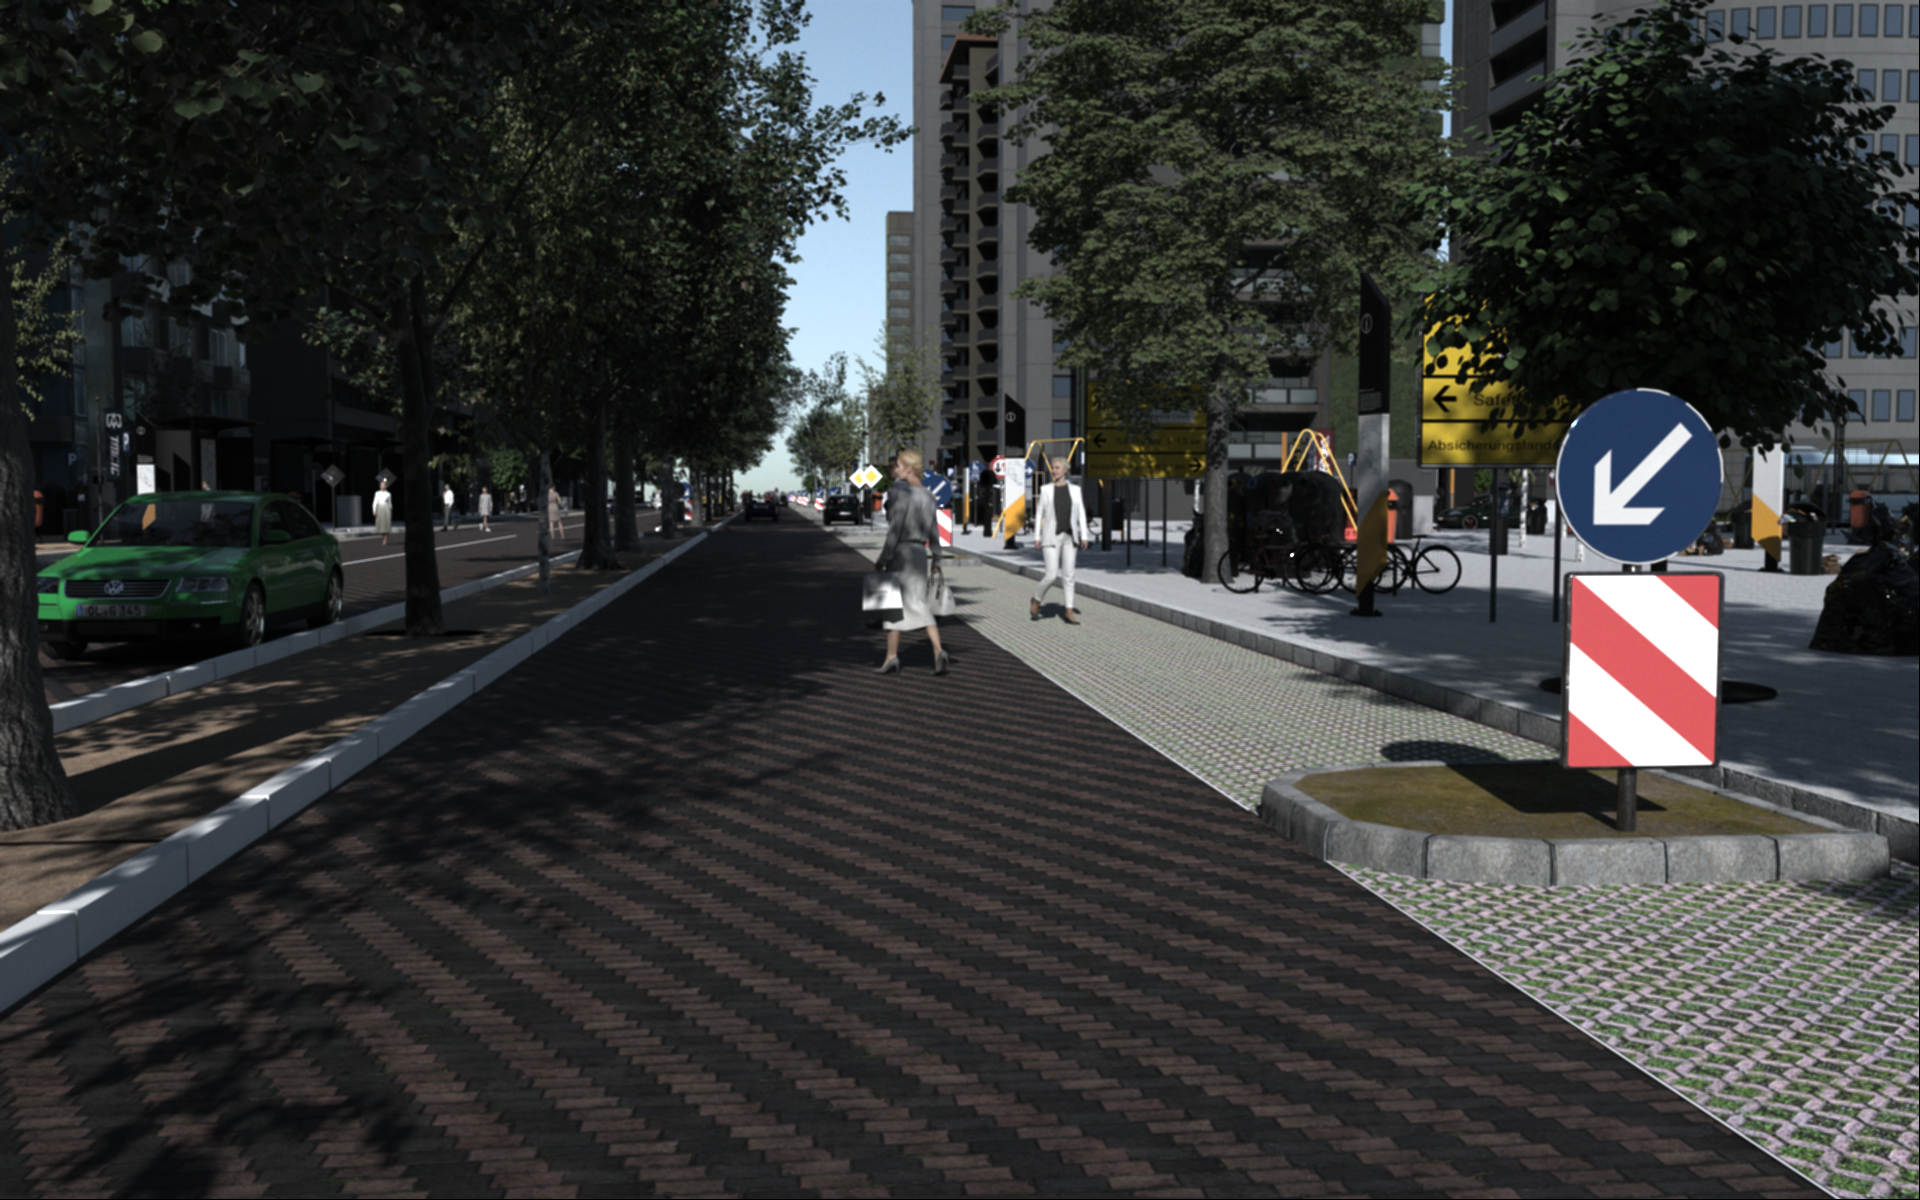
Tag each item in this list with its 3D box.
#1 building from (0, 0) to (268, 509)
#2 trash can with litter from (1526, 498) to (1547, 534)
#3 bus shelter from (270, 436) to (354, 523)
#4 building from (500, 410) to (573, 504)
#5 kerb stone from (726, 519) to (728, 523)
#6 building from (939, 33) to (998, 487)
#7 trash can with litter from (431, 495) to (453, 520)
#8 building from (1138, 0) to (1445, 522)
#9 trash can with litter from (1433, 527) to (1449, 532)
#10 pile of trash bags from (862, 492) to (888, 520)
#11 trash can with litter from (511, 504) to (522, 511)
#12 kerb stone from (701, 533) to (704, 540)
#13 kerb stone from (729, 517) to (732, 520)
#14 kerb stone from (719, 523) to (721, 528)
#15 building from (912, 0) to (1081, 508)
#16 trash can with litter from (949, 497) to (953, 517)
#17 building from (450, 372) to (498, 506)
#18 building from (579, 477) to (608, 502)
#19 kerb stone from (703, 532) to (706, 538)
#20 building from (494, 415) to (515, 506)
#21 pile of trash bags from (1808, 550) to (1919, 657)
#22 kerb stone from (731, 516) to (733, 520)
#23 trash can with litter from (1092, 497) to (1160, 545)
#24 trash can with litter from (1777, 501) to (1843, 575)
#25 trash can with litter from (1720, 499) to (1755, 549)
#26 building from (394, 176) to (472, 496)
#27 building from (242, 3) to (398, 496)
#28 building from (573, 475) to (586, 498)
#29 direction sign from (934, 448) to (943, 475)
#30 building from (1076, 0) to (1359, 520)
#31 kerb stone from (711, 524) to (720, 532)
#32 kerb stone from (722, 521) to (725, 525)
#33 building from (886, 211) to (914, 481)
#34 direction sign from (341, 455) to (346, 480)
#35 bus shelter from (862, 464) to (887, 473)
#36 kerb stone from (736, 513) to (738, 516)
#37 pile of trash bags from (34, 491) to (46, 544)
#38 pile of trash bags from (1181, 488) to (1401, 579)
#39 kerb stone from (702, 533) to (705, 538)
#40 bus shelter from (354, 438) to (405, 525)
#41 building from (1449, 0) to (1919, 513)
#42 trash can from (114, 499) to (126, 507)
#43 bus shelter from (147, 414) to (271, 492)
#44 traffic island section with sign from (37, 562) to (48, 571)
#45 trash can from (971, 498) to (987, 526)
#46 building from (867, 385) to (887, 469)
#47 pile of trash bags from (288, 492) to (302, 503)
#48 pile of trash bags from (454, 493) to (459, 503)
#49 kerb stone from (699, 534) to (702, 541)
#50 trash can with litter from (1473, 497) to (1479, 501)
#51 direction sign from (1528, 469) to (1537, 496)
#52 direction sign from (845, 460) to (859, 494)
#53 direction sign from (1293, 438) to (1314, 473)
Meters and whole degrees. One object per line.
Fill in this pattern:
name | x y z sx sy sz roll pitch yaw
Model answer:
building | -49.977 -28.579 86.872 23.786 49.044 30.456 0 4 -6
trash can with litter | 18.253 -2.681 55.225 0.624 1.170 1.055 -1 4 -12
bus shelter | -27.257 -4.983 72.762 1.731 3.624 6.357 0 4 -6
building | -61.455 -33.927 238.292 14.154 41.232 14.086 0 4 -6
kerb stone | -11.026 -3.581 80.741 0.120 0.150 1.000 0 4 -6
building | 9.538 -31.263 165.774 22.147 44.769 28.867 0 4 -6
trash can with litter | -26.726 -4.641 86.938 2.233 1.210 1.678 1 4 9
building | 14.405 -24.543 84.869 14.086 41.232 14.154 0 4 -6
trash can with litter | 15.927 -2.937 59.079 2.233 1.210 1.678 -2 4 -29
pile of trash bags | -3.071 -4.572 84.504 3.447 1.369 1.912 3 5 42
trash can with litter | -32.755 -7.182 128.491 2.233 1.210 1.678 1 4 19
kerb stone | -7.954 -1.865 52.684 0.120 0.150 1.000 0 4 -6
kerb stone | -11.911 -4.079 88.884 0.120 0.150 1.000 0 4 -6
kerb stone | -9.903 -2.953 70.534 0.120 0.150 1.000 0 4 -6
building | 5.288 -39.851 193.565 21.231 58.520 28.212 0 4 -6
trash can with litter | -0.642 -4.501 84.985 0.624 1.170 1.055 0 4 0
building | -54.326 -31.911 171.847 14.600 45.320 14.200 0 4 -6
building | -65.393 -36.638 282.620 14.154 41.232 14.086 0 4 -6
kerb stone | -8.182 -1.987 54.716 0.120 0.150 1.000 0 4 -6
building | -59.238 -45.856 187.998 20.563 71.187 20.611 0 4 -6
pile of trash bags | 8.851 -0.268 14.134 3.447 1.369 1.912 -1 4 -21
kerb stone | -12.143 -4.197 90.921 0.120 0.150 1.000 0 4 -6
trash can with litter | 4.153 -2.023 44.129 1.678 1.210 2.233 -2 4 -34
trash can with litter | 13.581 -0.992 27.605 1.055 1.170 0.624 -2 4 -34
trash can with litter | 18.072 -1.768 40.291 1.055 1.170 0.624 -1 4 -13
building | -58.160 -34.314 150.270 28.713 52.752 27.495 0 4 -6
building | -52.796 -30.400 120.747 21.300 48.544 21.600 0 4 -6
building | -69.034 -39.143 259.589 23.786 49.044 30.456 0 4 -6
direction sign | -0.996 -5.773 86.384 0.379 3.537 0.876 1 4 17
building | 13.766 -25.524 100.904 14.154 41.232 14.086 0 4 -6
kerb stone | -9.685 -2.829 68.502 0.120 0.150 1.000 0 4 -6
kerb stone | -10.460 -3.269 75.638 0.120 0.150 1.000 0 4 -6
building | -3.857 -34.802 252.604 14.154 41.232 14.086 0 4 -6
direction sign | -35.100 -6.562 99.290 0.876 3.537 0.379 1 4 20
bus shelter | -6.694 -8.913 137.012 1.731 3.624 6.357 0 4 -6
kerb stone | -13.594 -5.010 104.167 0.120 0.150 1.000 0 4 -6
pile of trash bags | -24.967 -2.128 44.550 3.447 1.369 1.912 1 4 17
pile of trash bags | 5.101 -1.055 27.007 3.447 1.369 1.912 1 4 16
kerb stone | -8.061 -1.927 53.700 0.120 0.150 1.000 0 4 -6
bus shelter | -25.302 -5.174 75.877 1.731 3.624 6.357 0 4 -6
building | 42.948 -33.606 91.462 28.212 58.520 21.231 0 4 -6
trash can | -22.373 -2.143 46.695 0.748 1.137 0.748 0 3 0
bus shelter | -23.291 -3.820 53.736 1.731 3.624 6.357 0 4 -6
traffic island section with sign | -17.994 -1.417 31.793 1.989 1.847 2.006 0 4 -6
trash can | 0.793 -3.620 70.837 0.748 1.137 0.748 0 3 0
building | -0.901 -27.177 289.389 27.650 21.520 28.899 0 4 -6
pile of trash bags | -26.123 -3.464 66.389 1.912 1.369 3.447 0 4 2
pile of trash bags | -39.087 -7.842 137.971 3.447 1.369 1.912 2 4 31
kerb stone | -7.843 -1.802 51.660 0.120 0.150 1.000 0 4 -6
trash can with litter | 22.066 -3.764 72.930 1.055 1.170 0.624 -1 4 -21
direction sign | 24.068 -4.954 72.996 0.876 3.537 0.379 -3 5 -43
direction sign | -7.150 -7.502 114.649 0.876 3.537 0.379 0 4 0
direction sign | 13.859 -4.766 69.925 0.876 3.537 0.379 2 4 32
